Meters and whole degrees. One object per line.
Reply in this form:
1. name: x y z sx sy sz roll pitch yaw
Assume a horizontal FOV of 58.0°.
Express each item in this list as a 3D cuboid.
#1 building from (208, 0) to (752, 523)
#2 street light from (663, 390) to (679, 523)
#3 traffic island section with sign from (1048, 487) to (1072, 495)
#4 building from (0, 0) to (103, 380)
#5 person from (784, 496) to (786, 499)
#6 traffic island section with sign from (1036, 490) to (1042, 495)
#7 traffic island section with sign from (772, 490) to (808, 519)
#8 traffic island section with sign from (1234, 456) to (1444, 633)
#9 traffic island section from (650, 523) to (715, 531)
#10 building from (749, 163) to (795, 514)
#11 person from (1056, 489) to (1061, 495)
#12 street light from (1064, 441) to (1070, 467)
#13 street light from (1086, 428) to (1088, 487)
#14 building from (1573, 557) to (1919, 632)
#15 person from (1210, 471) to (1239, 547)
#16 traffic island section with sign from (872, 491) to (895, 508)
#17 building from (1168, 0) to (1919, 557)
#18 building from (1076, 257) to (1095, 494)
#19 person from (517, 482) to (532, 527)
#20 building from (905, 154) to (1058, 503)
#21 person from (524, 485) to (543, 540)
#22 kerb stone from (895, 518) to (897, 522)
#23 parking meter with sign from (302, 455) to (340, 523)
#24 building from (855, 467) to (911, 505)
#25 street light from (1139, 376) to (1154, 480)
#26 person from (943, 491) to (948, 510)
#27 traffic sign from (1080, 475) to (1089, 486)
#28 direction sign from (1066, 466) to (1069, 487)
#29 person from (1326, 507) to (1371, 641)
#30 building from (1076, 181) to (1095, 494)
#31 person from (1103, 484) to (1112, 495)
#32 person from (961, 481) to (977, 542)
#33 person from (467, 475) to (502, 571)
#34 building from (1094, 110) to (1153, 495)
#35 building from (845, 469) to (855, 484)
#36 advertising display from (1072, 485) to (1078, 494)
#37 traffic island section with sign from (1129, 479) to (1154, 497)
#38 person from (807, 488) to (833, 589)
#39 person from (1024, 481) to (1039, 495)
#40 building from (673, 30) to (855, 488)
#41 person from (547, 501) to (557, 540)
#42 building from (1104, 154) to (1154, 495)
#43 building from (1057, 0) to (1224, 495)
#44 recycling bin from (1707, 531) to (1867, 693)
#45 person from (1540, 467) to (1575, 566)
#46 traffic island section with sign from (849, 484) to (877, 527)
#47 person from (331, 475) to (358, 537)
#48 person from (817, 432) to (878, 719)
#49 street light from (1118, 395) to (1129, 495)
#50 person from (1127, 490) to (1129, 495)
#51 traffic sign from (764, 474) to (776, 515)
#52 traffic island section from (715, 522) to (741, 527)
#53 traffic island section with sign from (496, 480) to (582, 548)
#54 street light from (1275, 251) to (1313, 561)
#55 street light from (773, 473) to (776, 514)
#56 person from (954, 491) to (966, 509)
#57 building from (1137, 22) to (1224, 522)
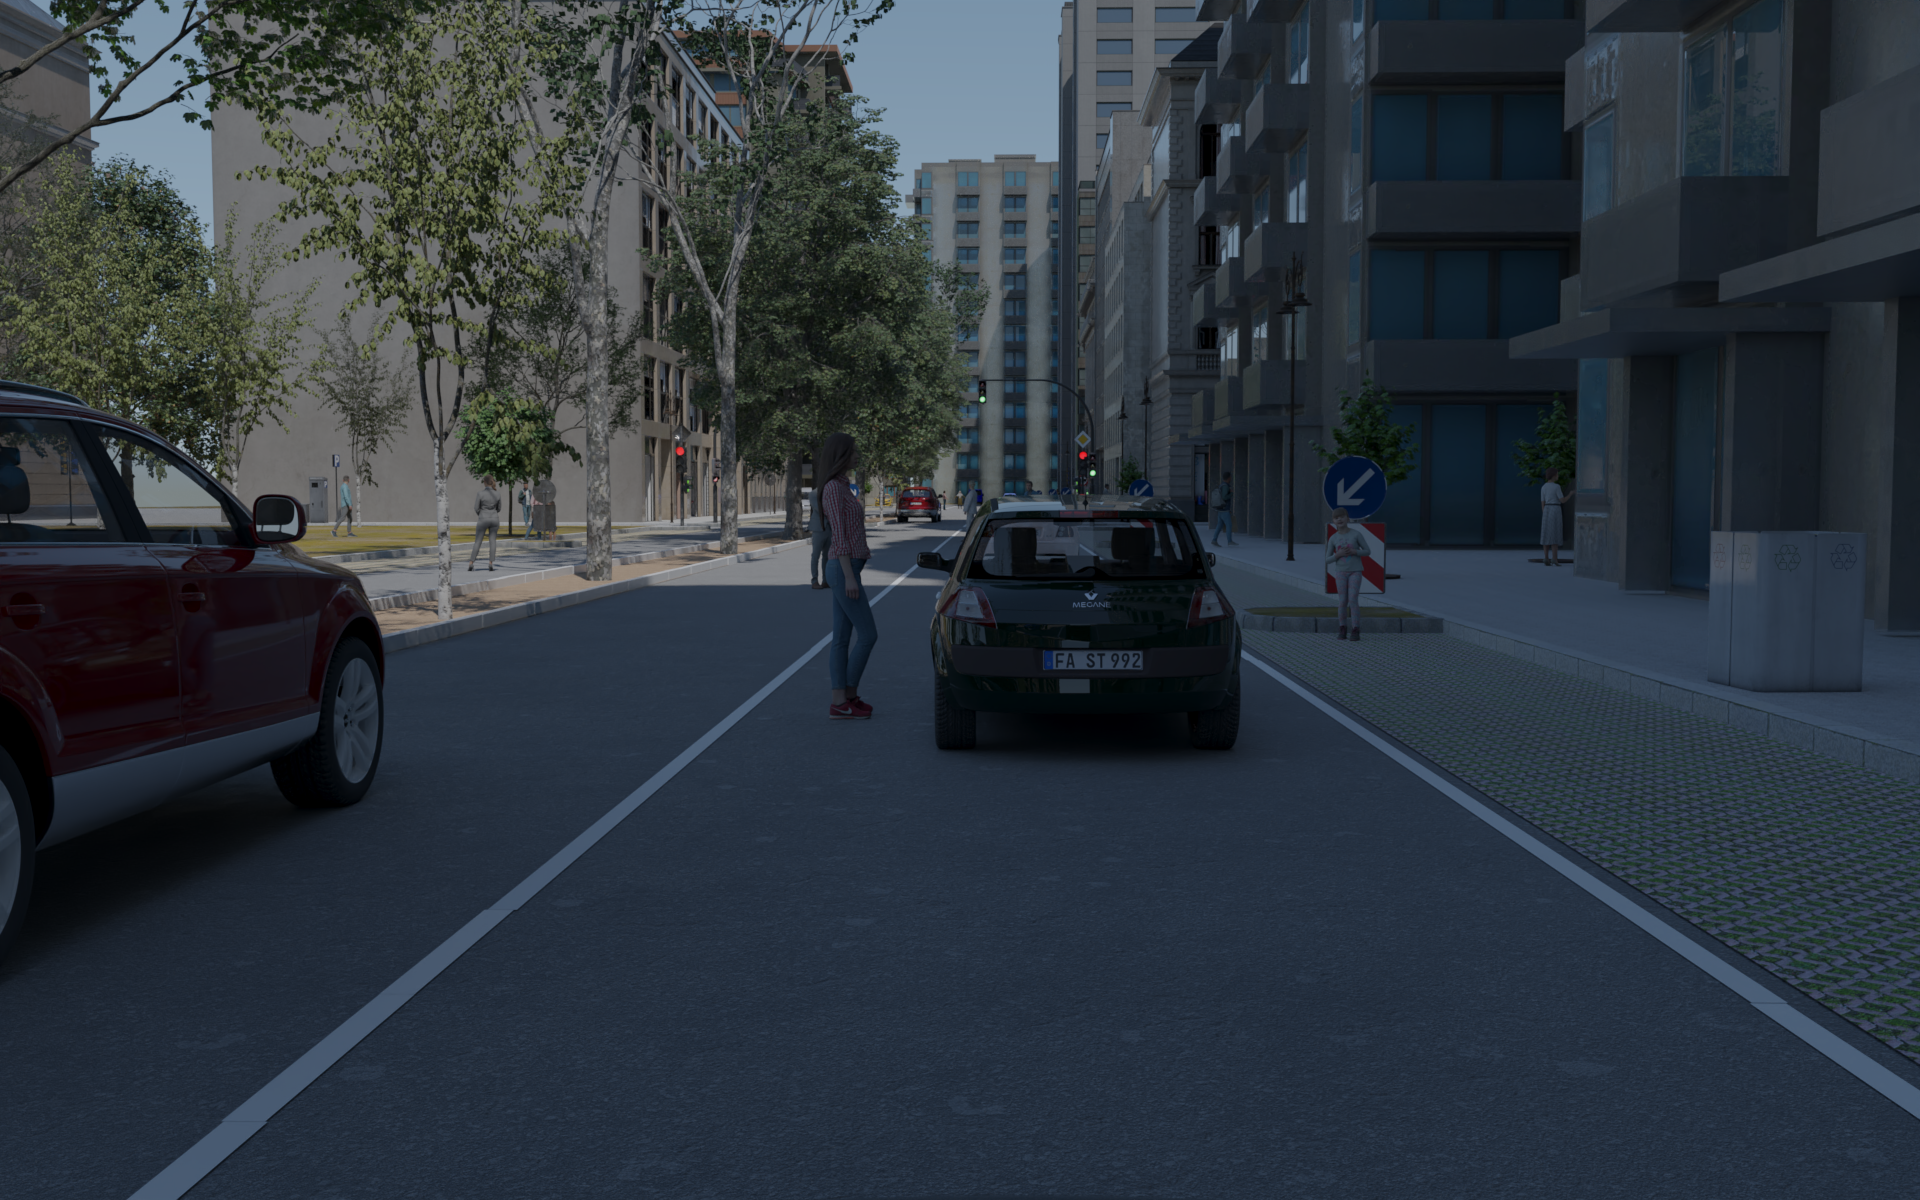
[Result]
1. building: -23.487 -17.734 94.473 19.350 26.468 34.151 0 4 1
2. street light: -12.871 -6.385 77.183 0.468 5.910 1.993 0 4 1
3. traffic island section with sign: 6.068 -5.663 101.213 1.989 1.847 2.006 0 4 1
4. building: -55.237 -18.292 84.979 20.117 28.700 13.634 0 4 1
5. person: -12.098 -7.113 122.688 0.623 1.781 0.721 -2 4 -30
6. traffic island section with sign: 6.780 -7.368 129.090 1.989 1.847 2.006 0 4 1
7. traffic island section with sign: -9.936 -5.687 101.611 1.989 1.847 2.006 0 4 1
8. traffic island section with sign: 3.993 -0.615 18.680 1.989 1.847 2.006 0 4 1
9. traffic island section: -11.093 -2.860 69.041 2.009 0.180 2.903 0 4 1
10. building: -18.988 -19.979 123.914 12.463 27.353 25.104 0 4 1
11. person: 10.135 -10.681 180.775 1.348 1.812 0.705 2 4 32
12. street light: 9.311 -10.859 150.331 0.468 5.910 1.993 0 4 1
13. street light: 8.476 -8.741 115.709 0.468 5.910 1.993 0 4 1
14. building: 18.755 -24.029 12.489 23.786 49.044 30.456 0 4 1
15. person: 6.363 -2.173 41.554 0.713 1.824 0.794 1 4 13
16. traffic island section with sign: -7.995 -10.405 178.743 1.989 1.847 2.006 0 4 1
17. building: 18.986 -26.377 50.879 23.786 49.044 30.456 0 4 1
18. building: 16.468 -18.193 139.258 13.314 21.916 24.055 0 4 1
19. person: -17.124 -3.792 68.393 0.721 1.781 0.623 2 4 33
20. building: 7.700 -38.359 246.770 30.456 49.044 23.786 0 4 1
21. person: -11.971 -2.427 48.769 0.643 1.750 0.593 1 4 9
22. kerb stone: -3.406 -3.967 87.113 0.120 0.150 1.000 0 4 1
23. parking meter with sign: -28.355 -4.911 76.551 1.738 3.016 0.543 0 4 5
24. building: -22.295 -24.810 250.675 28.899 21.520 27.650 0 4 1
25. street light: 7.274 -5.810 67.782 0.468 5.910 1.993 0 4 1
26. person: -1.308 -8.900 154.720 0.721 1.736 1.217 -1 4 -20
27. traffic sign: 8.073 -6.952 113.777 0.768 2.556 0.104 1 4 8
28. direction sign: 8.858 -9.194 142.323 0.379 3.537 0.876 -1 4 -9
29. person: 3.792 -0.253 16.914 0.425 1.301 0.394 0 4 7
30. building: 17.801 -23.862 161.852 14.160 30.474 14.107 0 4 1
31. person: 7.499 -5.000 87.977 0.466 1.800 0.511 -1 4 -16
32. person: 0.410 -2.686 52.298 0.818 1.842 0.514 0 4 -8
33. person: -8.826 -1.429 32.137 0.573 1.790 0.520 3 5 40
34. building: 15.621 -18.274 116.805 12.078 24.808 19.932 0 4 1
35. building: -19.052 -25.529 189.096 14.160 30.474 14.107 0 4 1
36. advertising display: 8.368 -7.344 125.291 0.123 1.923 0.974 -1 4 -23
37. traffic island section with sign: 4.681 -2.305 46.318 1.989 1.847 2.006 0 4 1
38. person: -2.016 -1.068 26.147 0.466 1.800 0.511 2 4 27
39. person: 1.930 -2.315 46.694 0.601 1.785 0.444 3 4 36
40. building: -21.909 -31.355 167.277 22.147 44.769 28.867 0 4 1
41. person: -11.693 -2.214 49.375 0.373 1.253 0.362 3 4 37
42. building: 13.926 -14.915 98.616 10.420 20.320 16.860 0 4 1
43. building: 22.424 -40.885 210.465 21.231 58.520 28.212 0 4 1
44. recycling bin: 5.491 0.063 11.530 0.722 1.027 0.722 0 4 -3
45. person: 10.607 -1.480 30.805 0.524 1.755 0.480 -2 4 -30
46. traffic island section with sign: -4.709 -4.183 76.524 2.006 1.907 1.989 0 4 1
47. person: -18.432 -2.807 51.807 0.748 1.841 0.638 -1 4 -12
48. person: -0.714 -0.152 11.001 0.388 1.821 0.555 -1 4 -14
49. street light: 7.608 -6.624 81.088 0.468 5.910 1.993 0 4 1
50. person: 7.600 -4.277 76.364 0.661 1.777 0.834 -2 4 -25
51. traffic sign: -11.796 -6.575 107.606 0.768 2.556 0.104 1 4 10
52. traffic island section: -10.892 -3.348 77.024 2.009 0.180 2.903 0 4 1
53. traffic island section with sign: -11.331 -2.337 46.844 1.989 1.847 2.006 0 4 1
54. street light: 6.363 -3.693 33.162 0.468 5.910 1.993 0 4 1
55. street light: -11.986 -8.503 111.804 0.468 5.910 1.993 0 4 1
56. person: 0.005 -9.689 167.639 1.217 1.736 0.721 0 4 -4
57. building: 18.758 -15.494 82.202 19.941 23.489 11.050 0 4 1
